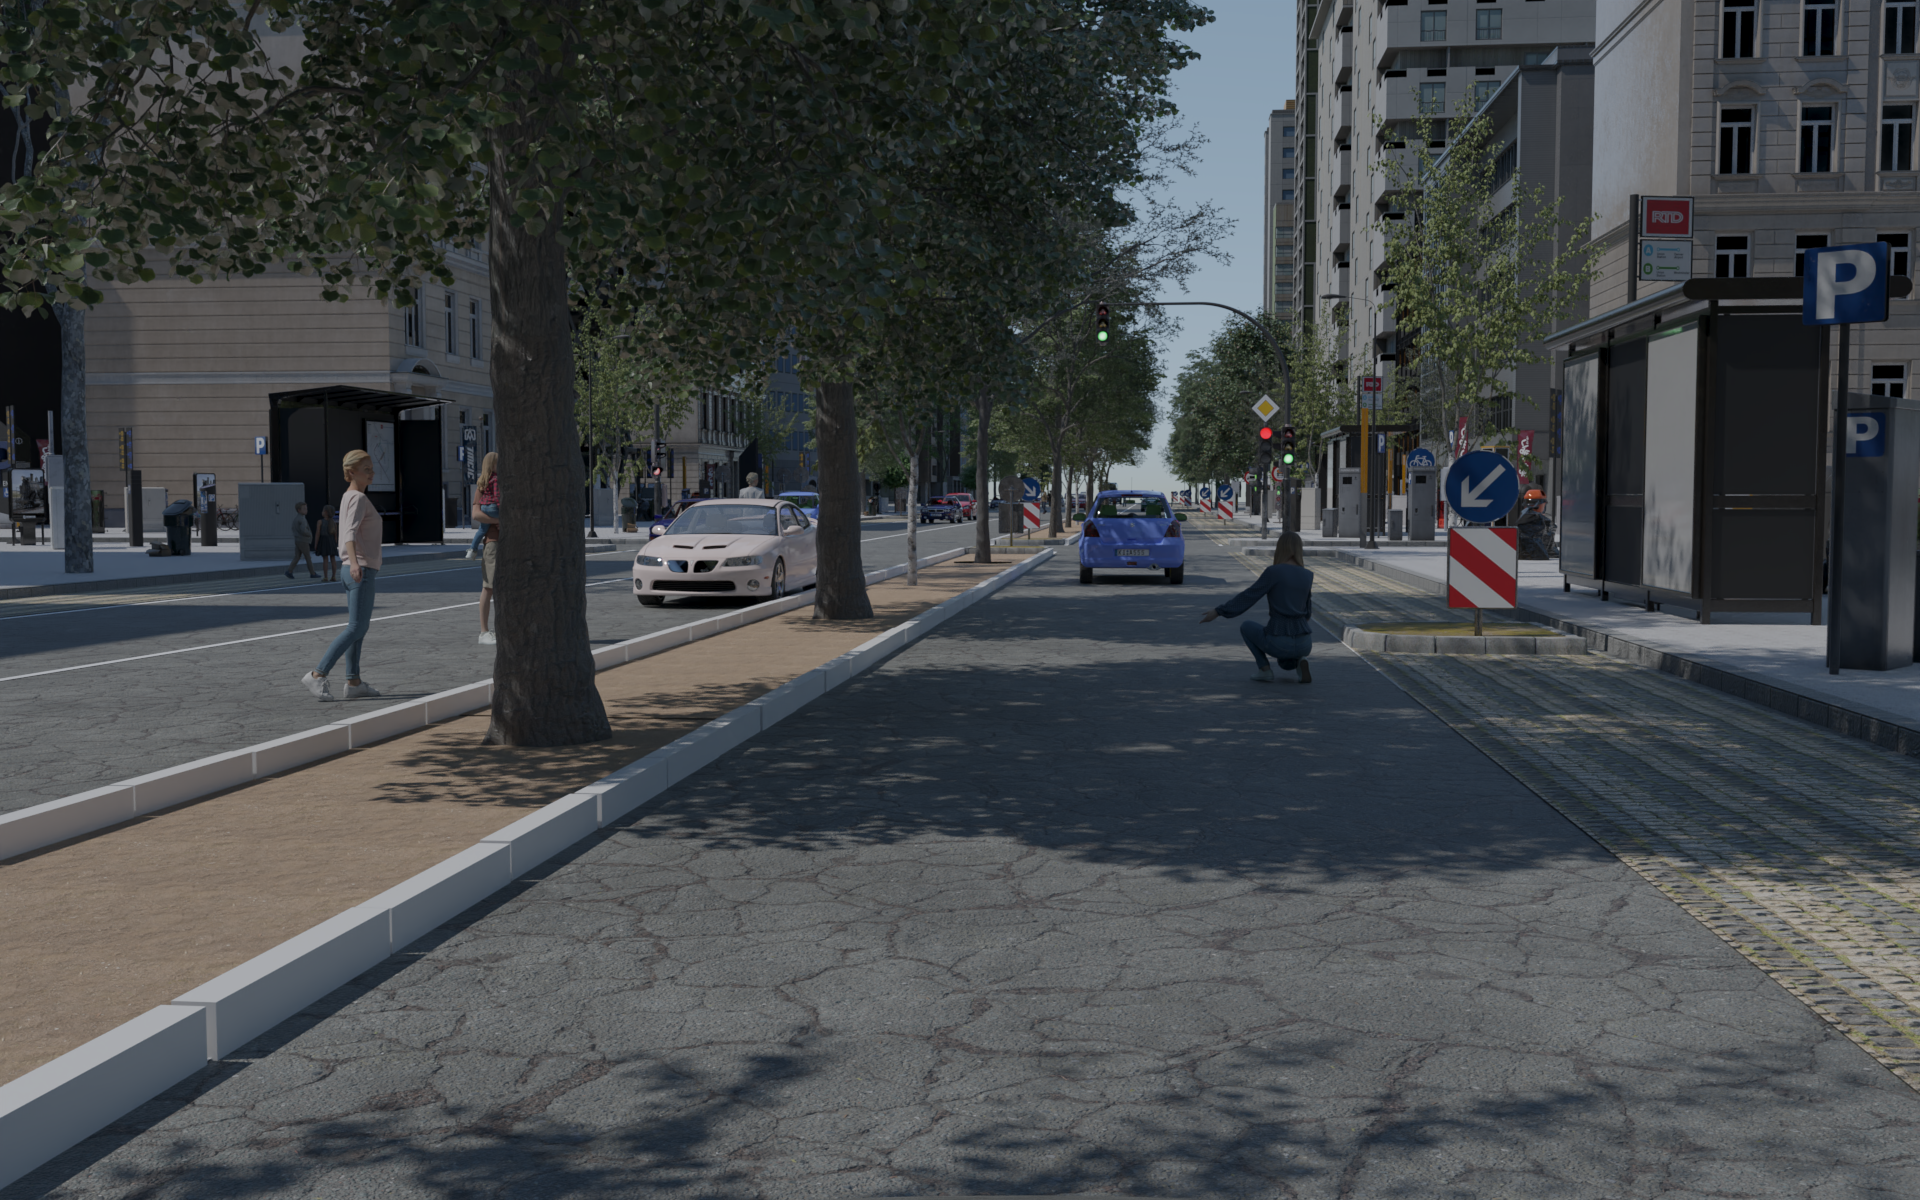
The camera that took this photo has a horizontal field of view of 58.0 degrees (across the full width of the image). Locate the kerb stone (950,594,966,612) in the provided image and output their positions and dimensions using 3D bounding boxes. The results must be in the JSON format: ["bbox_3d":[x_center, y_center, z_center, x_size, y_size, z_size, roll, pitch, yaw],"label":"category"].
[{"bbox_3d":[-0.069,0.063,21.172,0.120,0.150,1.000,0,4,6],"label":"kerb stone"}]

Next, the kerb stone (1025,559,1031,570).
[{"bbox_3d":[1.183,-0.621,32.368,0.120,0.150,1.000,0,4,6],"label":"kerb stone"}]

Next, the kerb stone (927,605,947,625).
[{"bbox_3d":[-0.295,0.187,19.140,0.120,0.150,1.000,0,4,6],"label":"kerb stone"}]

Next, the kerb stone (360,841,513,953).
[{"bbox_3d":[-1.772,1.003,5.894,0.120,0.150,1.000,0,4,6],"label":"kerb stone"}]

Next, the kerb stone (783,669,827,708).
[{"bbox_3d":[-1.092,0.623,12.008,0.120,0.150,1.000,0,4,6],"label":"kerb stone"}]

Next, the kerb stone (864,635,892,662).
[{"bbox_3d":[-0.750,0.440,15.071,0.120,0.150,1.000,0,4,6],"label":"kerb stone"}]

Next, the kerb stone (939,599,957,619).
[{"bbox_3d":[-0.178,0.125,20.155,0.120,0.150,1.000,0,4,6],"label":"kerb stone"}]

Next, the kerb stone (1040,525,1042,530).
[{"bbox_3d":[3.033,-2.788,67.814,0.120,0.150,1.000,0,4,6],"label":"kerb stone"}]

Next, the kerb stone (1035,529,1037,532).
[{"bbox_3d":[2.685,-2.603,64.762,0.120,0.150,1.000,0,4,6],"label":"kerb stone"}]

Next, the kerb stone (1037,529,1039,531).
[{"bbox_3d":[2.805,-2.666,65.777,0.120,0.150,1.000,0,4,6],"label":"kerb stone"}]

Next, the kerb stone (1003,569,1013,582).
[{"bbox_3d":[0.731,-0.373,28.301,0.120,0.150,1.000,0,4,6],"label":"kerb stone"}]

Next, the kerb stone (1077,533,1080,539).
[{"bbox_3d":[3.525,-1.899,53.353,0.120,0.150,1.000,0,4,6],"label":"kerb stone"}]

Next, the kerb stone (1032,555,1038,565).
[{"bbox_3d":[1.406,-0.747,34.404,0.120,0.150,1.000,0,4,6],"label":"kerb stone"}]

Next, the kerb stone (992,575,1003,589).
[{"bbox_3d":[0.508,-0.249,26.268,0.120,0.150,1.000,0,4,6],"label":"kerb stone"}]

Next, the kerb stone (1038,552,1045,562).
[{"bbox_3d":[1.642,-0.872,36.450,0.120,0.150,1.000,0,4,6],"label":"kerb stone"}]

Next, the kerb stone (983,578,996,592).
[{"bbox_3d":[0.383,-0.186,25.244,0.120,0.150,1.000,0,4,6],"label":"kerb stone"}]

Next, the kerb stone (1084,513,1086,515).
[{"bbox_3d":[8.837,-5.960,119.759,0.120,0.150,1.000,0,4,6],"label":"kerb stone"}]

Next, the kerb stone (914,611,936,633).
[{"bbox_3d":[-0.404,0.249,18.123,0.120,0.150,1.000,0,4,6],"label":"kerb stone"}]

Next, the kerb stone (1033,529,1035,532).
[{"bbox_3d":[2.574,-2.540,63.742,0.120,0.150,1.000,0,4,6],"label":"kerb stone"}]

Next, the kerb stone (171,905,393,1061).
[{"bbox_3d":[-1.882,1.059,4.877,0.120,0.150,1.000,0,4,6],"label":"kerb stone"}]

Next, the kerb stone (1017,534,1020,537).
[{"bbox_3d":[1.780,-2.106,56.626,0.120,0.150,1.000,0,4,6],"label":"kerb stone"}]

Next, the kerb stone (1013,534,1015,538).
[{"bbox_3d":[1.556,-1.980,54.584,0.120,0.150,1.000,0,4,6],"label":"kerb stone"}]

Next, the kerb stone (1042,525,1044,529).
[{"bbox_3d":[3.147,-2.853,68.838,0.120,0.150,1.000,0,4,6],"label":"kerb stone"}]

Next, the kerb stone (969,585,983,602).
[{"bbox_3d":[0.168,-0.062,23.211,0.120,0.150,1.000,0,4,6],"label":"kerb stone"}]

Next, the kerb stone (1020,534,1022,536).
[{"bbox_3d":[1.895,-2.162,57.642,0.120,0.150,1.000,0,4,6],"label":"kerb stone"}]

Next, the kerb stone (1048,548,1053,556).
[{"bbox_3d":[1.984,-1.058,39.502,0.120,0.150,1.000,0,4,6],"label":"kerb stone"}]

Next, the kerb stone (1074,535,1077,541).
[{"bbox_3d":[3.300,-1.781,51.317,0.120,0.150,1.000,0,4,6],"label":"kerb stone"}]

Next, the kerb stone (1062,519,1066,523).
[{"bbox_3d":[5.529,-4.157,90.215,0.120,0.150,1.000,0,4,6],"label":"kerb stone"}]

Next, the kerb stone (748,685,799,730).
[{"bbox_3d":[-1.198,0.686,10.986,0.120,0.150,1.000,0,4,6],"label":"kerb stone"}]

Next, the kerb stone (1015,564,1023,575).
[{"bbox_3d":[0.954,-0.498,30.336,0.120,0.150,1.000,0,4,6],"label":"kerb stone"}]

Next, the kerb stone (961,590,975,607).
[{"bbox_3d":[0.049,0.004,22.189,0.120,0.150,1.000,0,4,6],"label":"kerb stone"}]

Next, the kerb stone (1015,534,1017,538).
[{"bbox_3d":[1.662,-2.043,55.600,0.120,0.150,1.000,0,4,6],"label":"kerb stone"}]

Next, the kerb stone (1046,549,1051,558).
[{"bbox_3d":[1.870,-0.991,38.486,0.120,0.150,1.000,0,4,6],"label":"kerb stone"}]

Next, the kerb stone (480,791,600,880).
[{"bbox_3d":[-1.664,0.935,6.910,0.120,0.150,1.000,0,4,6],"label":"kerb stone"}]

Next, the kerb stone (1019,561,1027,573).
[{"bbox_3d":[1.076,-0.560,31.351,0.120,0.150,1.000,0,4,6],"label":"kerb stone"}]

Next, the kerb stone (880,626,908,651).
[{"bbox_3d":[-0.639,0.374,16.088,0.120,0.150,1.000,0,4,6],"label":"kerb stone"}]

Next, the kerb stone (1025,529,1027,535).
[{"bbox_3d":[2.127,-2.291,59.674,0.120,0.150,1.000,0,4,6],"label":"kerb stone"}]

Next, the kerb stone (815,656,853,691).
[{"bbox_3d":[-0.972,0.560,13.033,0.120,0.150,1.000,0,4,6],"label":"kerb stone"}]

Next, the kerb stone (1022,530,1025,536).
[{"bbox_3d":[2.007,-2.223,58.659,0.120,0.150,1.000,0,4,6],"label":"kerb stone"}]

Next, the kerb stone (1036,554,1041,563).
[{"bbox_3d":[1.522,-0.805,35.427,0.120,0.150,1.000,0,4,6],"label":"kerb stone"}]

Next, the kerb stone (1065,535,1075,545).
[{"bbox_3d":[3.185,-1.715,50.301,0.120,0.150,1.000,0,4,6],"label":"kerb stone"}]

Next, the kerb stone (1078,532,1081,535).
[{"bbox_3d":[3.644,-1.961,54.370,0.120,0.150,1.000,0,4,6],"label":"kerb stone"}]

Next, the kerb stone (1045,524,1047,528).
[{"bbox_3d":[3.373,-2.974,70.878,0.120,0.150,1.000,0,4,6],"label":"kerb stone"}]

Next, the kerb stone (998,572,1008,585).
[{"bbox_3d":[0.617,-0.305,27.285,0.120,0.150,1.000,0,4,6],"label":"kerb stone"}]

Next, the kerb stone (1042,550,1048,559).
[{"bbox_3d":[1.755,-0.934,37.468,0.120,0.150,1.000,0,4,6],"label":"kerb stone"}]

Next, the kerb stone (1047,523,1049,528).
[{"bbox_3d":[3.485,-3.040,71.894,0.120,0.150,1.000,0,4,6],"label":"kerb stone"}]

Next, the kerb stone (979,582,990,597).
[{"bbox_3d":[0.277,-0.118,24.228,0.120,0.150,1.000,0,4,6],"label":"kerb stone"}]

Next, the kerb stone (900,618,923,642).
[{"bbox_3d":[-0.519,0.318,17.108,0.120,0.150,1.000,0,4,6],"label":"kerb stone"}]

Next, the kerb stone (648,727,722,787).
[{"bbox_3d":[-1.428,0.810,8.947,0.120,0.150,1.000,0,4,6],"label":"kerb stone"}]

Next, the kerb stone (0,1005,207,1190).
[{"bbox_3d":[-2.004,1.123,3.853,0.120,0.150,1.000,0,4,6],"label":"kerb stone"}]

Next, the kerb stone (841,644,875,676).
[{"bbox_3d":[-0.853,0.498,14.048,0.120,0.150,1.000,0,4,6],"label":"kerb stone"}]

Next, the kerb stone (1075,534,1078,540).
[{"bbox_3d":[3.414,-1.844,52.337,0.120,0.150,1.000,0,4,6],"label":"kerb stone"}]

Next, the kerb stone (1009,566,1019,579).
[{"bbox_3d":[0.852,-0.436,29.316,0.120,0.150,1.000,0,4,6],"label":"kerb stone"}]

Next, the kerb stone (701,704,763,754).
[{"bbox_3d":[-1.322,0.748,9.963,0.120,0.150,1.000,0,4,6],"label":"kerb stone"}]

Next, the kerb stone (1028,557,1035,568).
[{"bbox_3d":[1.298,-0.682,33.384,0.120,0.150,1.000,0,4,6],"label":"kerb stone"}]

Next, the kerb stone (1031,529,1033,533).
[{"bbox_3d":[2.461,-2.479,62.723,0.120,0.150,1.000,0,4,6],"label":"kerb stone"}]

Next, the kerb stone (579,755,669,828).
[{"bbox_3d":[-1.540,0.873,7.926,0.120,0.150,1.000,0,4,6],"label":"kerb stone"}]
